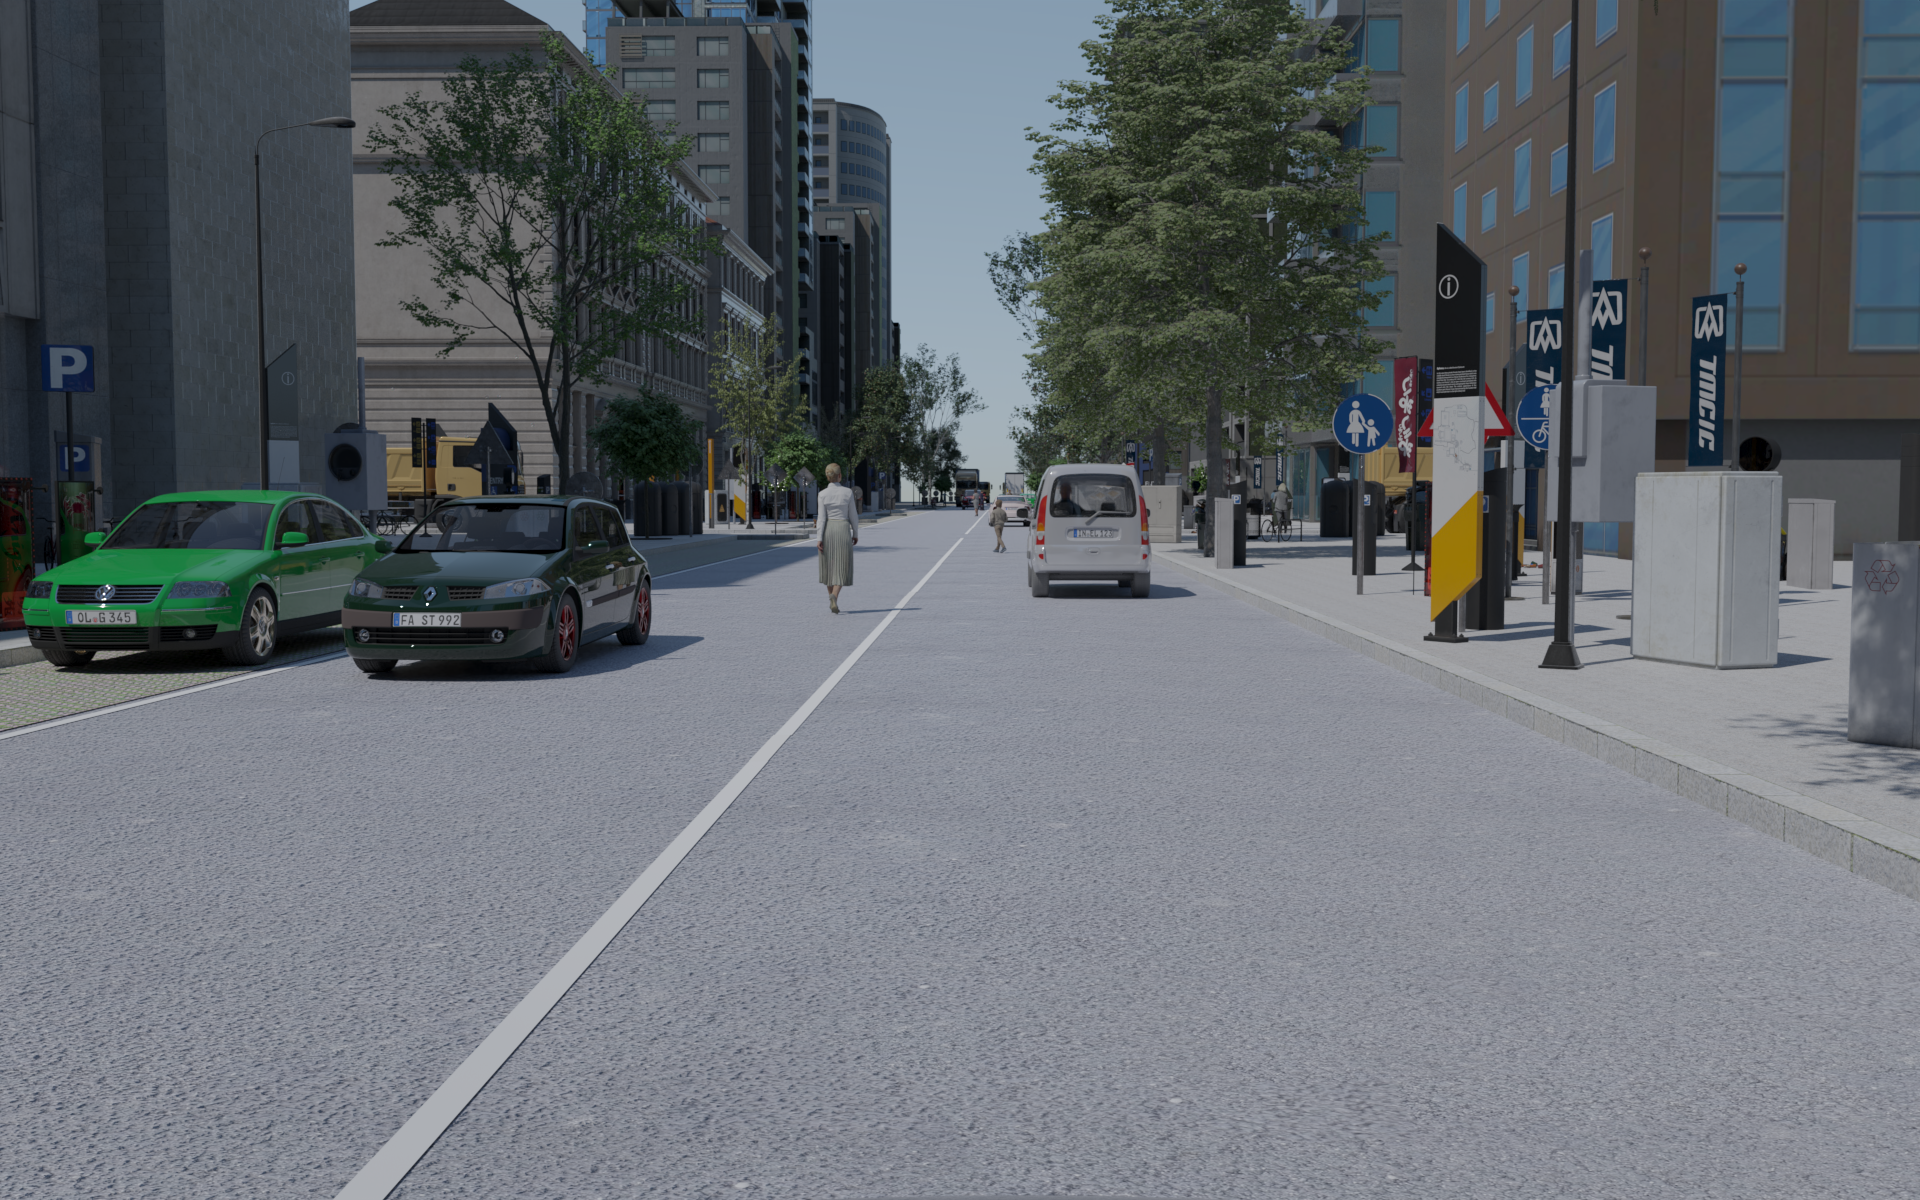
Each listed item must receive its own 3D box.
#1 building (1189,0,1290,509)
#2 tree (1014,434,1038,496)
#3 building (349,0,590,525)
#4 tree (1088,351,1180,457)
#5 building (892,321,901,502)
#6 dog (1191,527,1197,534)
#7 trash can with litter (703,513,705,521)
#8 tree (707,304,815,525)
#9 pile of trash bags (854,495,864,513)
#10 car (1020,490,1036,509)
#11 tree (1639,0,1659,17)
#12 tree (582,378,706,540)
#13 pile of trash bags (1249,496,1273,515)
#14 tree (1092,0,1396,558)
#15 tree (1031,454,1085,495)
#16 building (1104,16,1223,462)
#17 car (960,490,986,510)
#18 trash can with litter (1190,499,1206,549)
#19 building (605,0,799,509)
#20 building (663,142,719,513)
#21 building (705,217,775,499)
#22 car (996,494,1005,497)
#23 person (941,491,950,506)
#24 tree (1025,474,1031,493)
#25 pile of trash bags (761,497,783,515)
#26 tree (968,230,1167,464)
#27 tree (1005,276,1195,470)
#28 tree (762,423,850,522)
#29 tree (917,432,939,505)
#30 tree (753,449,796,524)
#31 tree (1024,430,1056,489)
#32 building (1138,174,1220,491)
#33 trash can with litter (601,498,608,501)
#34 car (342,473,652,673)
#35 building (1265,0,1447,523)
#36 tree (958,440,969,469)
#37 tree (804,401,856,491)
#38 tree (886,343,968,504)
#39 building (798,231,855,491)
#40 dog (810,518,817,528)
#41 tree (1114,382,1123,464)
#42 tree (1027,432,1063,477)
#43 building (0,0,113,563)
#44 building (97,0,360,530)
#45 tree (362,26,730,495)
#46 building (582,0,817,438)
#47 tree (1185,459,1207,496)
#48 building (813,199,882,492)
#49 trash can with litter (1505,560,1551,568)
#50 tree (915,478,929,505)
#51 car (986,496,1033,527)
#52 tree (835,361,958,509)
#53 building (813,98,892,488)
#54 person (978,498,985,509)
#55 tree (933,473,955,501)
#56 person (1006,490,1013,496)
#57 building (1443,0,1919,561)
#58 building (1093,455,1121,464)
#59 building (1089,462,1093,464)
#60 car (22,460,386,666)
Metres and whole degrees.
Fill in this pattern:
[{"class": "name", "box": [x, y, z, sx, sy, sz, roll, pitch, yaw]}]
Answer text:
[{"class": "building", "box": [27.515, -41.700, 120.049, 20.563, 71.187, 20.611, 0, 4, 1]}, {"class": "tree", "box": [11.998, -21.103, 270.782, 9.928, 11.665, 9.643, 0, 3, 0]}, {"class": "building", "box": [-21.491, -15.420, 81.002, 11.050, 23.489, 19.941, 0, 4, 1]}, {"class": "tree", "box": [7.484, -7.576, 74.222, 4.360, 8.622, 3.978, 0, 3, 0]}, {"class": "building", "box": [-16.986, -31.127, 280.620, 14.160, 30.474, 14.107, 0, 4, 1]}, {"class": "dog", "box": [8.147, -2.450, 60.252, 0.748, 0.427, 0.550, -1, 4, -10]}, {"class": "trash can with litter", "box": [-11.783, -4.269, 81.182, 1.055, 1.170, 0.624, 3, 5, 42]}, {"class": "tree", "box": [-8.186, -7.219, 68.393, 4.737, 8.622, 4.395, 0, 3, 0]}, {"class": "pile of trash bags", "box": [-7.405, -6.615, 117.910, 1.912, 1.369, 3.447, -2, 4, -26]}, {"class": "car", "box": [5.584, -8.201, 142.883, 1.959, 1.807, 4.718, 0, 4, 3]}, {"class": "tree", "box": [5.007, -4.345, 5.457, 8.767, 10.594, 7.601, -2, 4, -31]}, {"class": "tree", "box": [-8.914, -3.992, 48.980, 4.285, 4.588, 4.351, 0, 3, 0]}, {"class": "pile of trash bags", "box": [18.232, -5.876, 105.831, 1.912, 1.369, 3.447, -3, 5, -42]}, {"class": "tree", "box": [4.754, -7.148, 35.002, 7.486, 12.596, 7.792, 0, 3, 0]}, {"class": "tree", "box": [7.961, -8.816, 127.858, 4.285, 4.588, 4.351, 0, 3, 0]}, {"class": "building", "box": [30.902, -36.777, 190.535, 28.713, 52.752, 27.495, 0, 4, 1]}, {"class": "car", "box": [1.184, -9.158, 158.401, 2.281, 1.827, 5.304, 0, 3, 0]}, {"class": "trash can with litter", "box": [5.930, -1.765, 40.242, 1.055, 1.170, 0.624, -2, 4, -24]}, {"class": "building", "box": [-21.339, -28.284, 146.043, 14.154, 41.232, 14.086, 0, 4, 1]}, {"class": "building", "box": [-21.115, -16.638, 100.903, 11.050, 23.489, 19.941, 0, 4, 1]}, {"class": "building", "box": [-20.126, -17.447, 121.420, 11.583, 22.565, 21.152, 0, 4, 1]}, {"class": "car", "box": [6.637, -15.626, 267.288, 2.131, 1.459, 4.920, 0, 4, 3]}, {"class": "person", "box": [-1.849, -12.448, 212.112, 1.350, 1.814, 0.705, 2, 4, 31]}, {"class": "tree", "box": [9.417, -11.074, 164.770, 4.285, 4.588, 4.351, 0, 3, 0]}, {"class": "pile of trash bags", "box": [-11.273, -5.797, 104.528, 3.447, 1.369, 1.912, -2, 4, -24]}, {"class": "tree", "box": [8.203, -15.557, 110.251, 12.611, 20.169, 13.585, 0, 3, 0]}, {"class": "tree", "box": [7.273, -10.415, 87.300, 9.611, 12.733, 9.660, 0, 3, 0]}, {"class": "tree", "box": [-7.561, -5.875, 79.771, 4.285, 4.588, 4.351, 0, 3, 0]}, {"class": "tree", "box": [-4.520, -14.999, 195.598, 4.737, 8.622, 4.395, 0, 3, 0]}, {"class": "tree", "box": [-7.747, -4.853, 73.950, 1.663, 3.219, 1.824, 0, 3, 0]}, {"class": "tree", "box": [9.200, -14.479, 187.099, 4.737, 8.622, 4.395, 0, 3, 0]}, {"class": "building", "box": [23.316, -23.529, 156.402, 14.160, 30.474, 14.107, 0, 4, 1]}, {"class": "trash can with litter", "box": [-9.342, -1.984, 43.825, 1.055, 1.170, 0.624, 1, 4, 20]}, {"class": "car", "box": [-3.919, -0.328, 15.148, 2.009, 1.686, 4.222, 0, 4, 3]}, {"class": "building", "box": [29.671, -28.169, 80.170, 30.456, 49.044, 23.786, 0, 4, 1]}, {"class": "tree", "box": [-3.036, -22.296, 281.554, 9.611, 12.733, 9.660, 0, 3, 0]}, {"class": "tree", "box": [-10.334, -11.390, 136.595, 4.360, 8.622, 3.978, 0, 3, 0]}, {"class": "tree", "box": [-3.657, -21.940, 214.605, 12.611, 20.169, 13.585, 0, 3, 0]}, {"class": "building", "box": [-19.196, -25.691, 191.751, 14.160, 30.474, 14.107, 0, 4, 1]}, {"class": "dog", "box": [-5.946, -3.210, 72.671, 0.550, 0.427, 0.748, -3, 4, -38]}, {"class": "tree", "box": [9.565, -8.879, 95.530, 4.737, 8.622, 4.395, 0, 3, 0]}, {"class": "tree", "box": [8.039, -12.834, 160.201, 4.360, 8.622, 3.978, 0, 3, 0]}, {"class": "building", "box": [-22.959, -12.579, 23.694, 12.078, 24.808, 19.932, 0, 4, 1]}, {"class": "building", "box": [-24.830, -11.421, 41.487, 16.860, 20.320, 10.420, 0, 4, 1]}, {"class": "tree", "box": [-9.398, -6.998, 40.169, 9.928, 11.665, 9.643, 0, 3, 0]}, {"class": "building", "box": [-24.771, -52.293, 167.659, 22.319, 86.520, 31.000, 0, 4, 1]}, {"class": "tree", "box": [13.288, -6.220, 96.299, 1.663, 3.219, 1.824, 0, 3, 0]}, {"class": "building", "box": [-18.101, -33.835, 236.793, 14.154, 41.232, 14.086, 0, 4, 1]}, {"class": "trash can with litter", "box": [9.779, -1.168, 30.153, 2.233, 1.210, 1.678, 0, 4, -5]}, {"class": "tree", "box": [-4.447, -13.002, 207.180, 1.663, 3.219, 1.824, 0, 3, 0]}, {"class": "car", "box": [2.226, -3.973, 77.313, 2.083, 1.381, 4.827, 0, 4, 0]}, {"class": "tree", "box": [-6.615, -14.215, 149.421, 9.611, 12.733, 9.660, 0, 3, 0]}, {"class": "building", "box": [-21.567, -43.817, 258.413, 21.231, 58.520, 28.212, 0, 4, 1]}, {"class": "person", "box": [2.003, -9.553, 165.635, 0.756, 1.711, 0.436, 1, 4, 20]}, {"class": "tree", "box": [-2.357, -18.721, 289.806, 4.285, 4.588, 4.351, 0, 3, 0]}, {"class": "person", "box": [4.492, -9.003, 155.704, 1.348, 1.823, 0.705, -2, 4, -27]}, {"class": "building", "box": [19.685, -23.746, 38.365, 14.600, 45.320, 14.200, 0, 4, 1]}, {"class": "building", "box": [25.741, -34.282, 244.104, 14.154, 41.232, 14.086, 0, 4, 1]}, {"class": "building", "box": [26.314, -29.806, 259.034, 14.160, 30.474, 14.107, 0, 4, 1]}, {"class": "car", "box": [-6.666, -0.427, 15.782, 1.959, 1.807, 4.718, 0, 4, 0]}]
